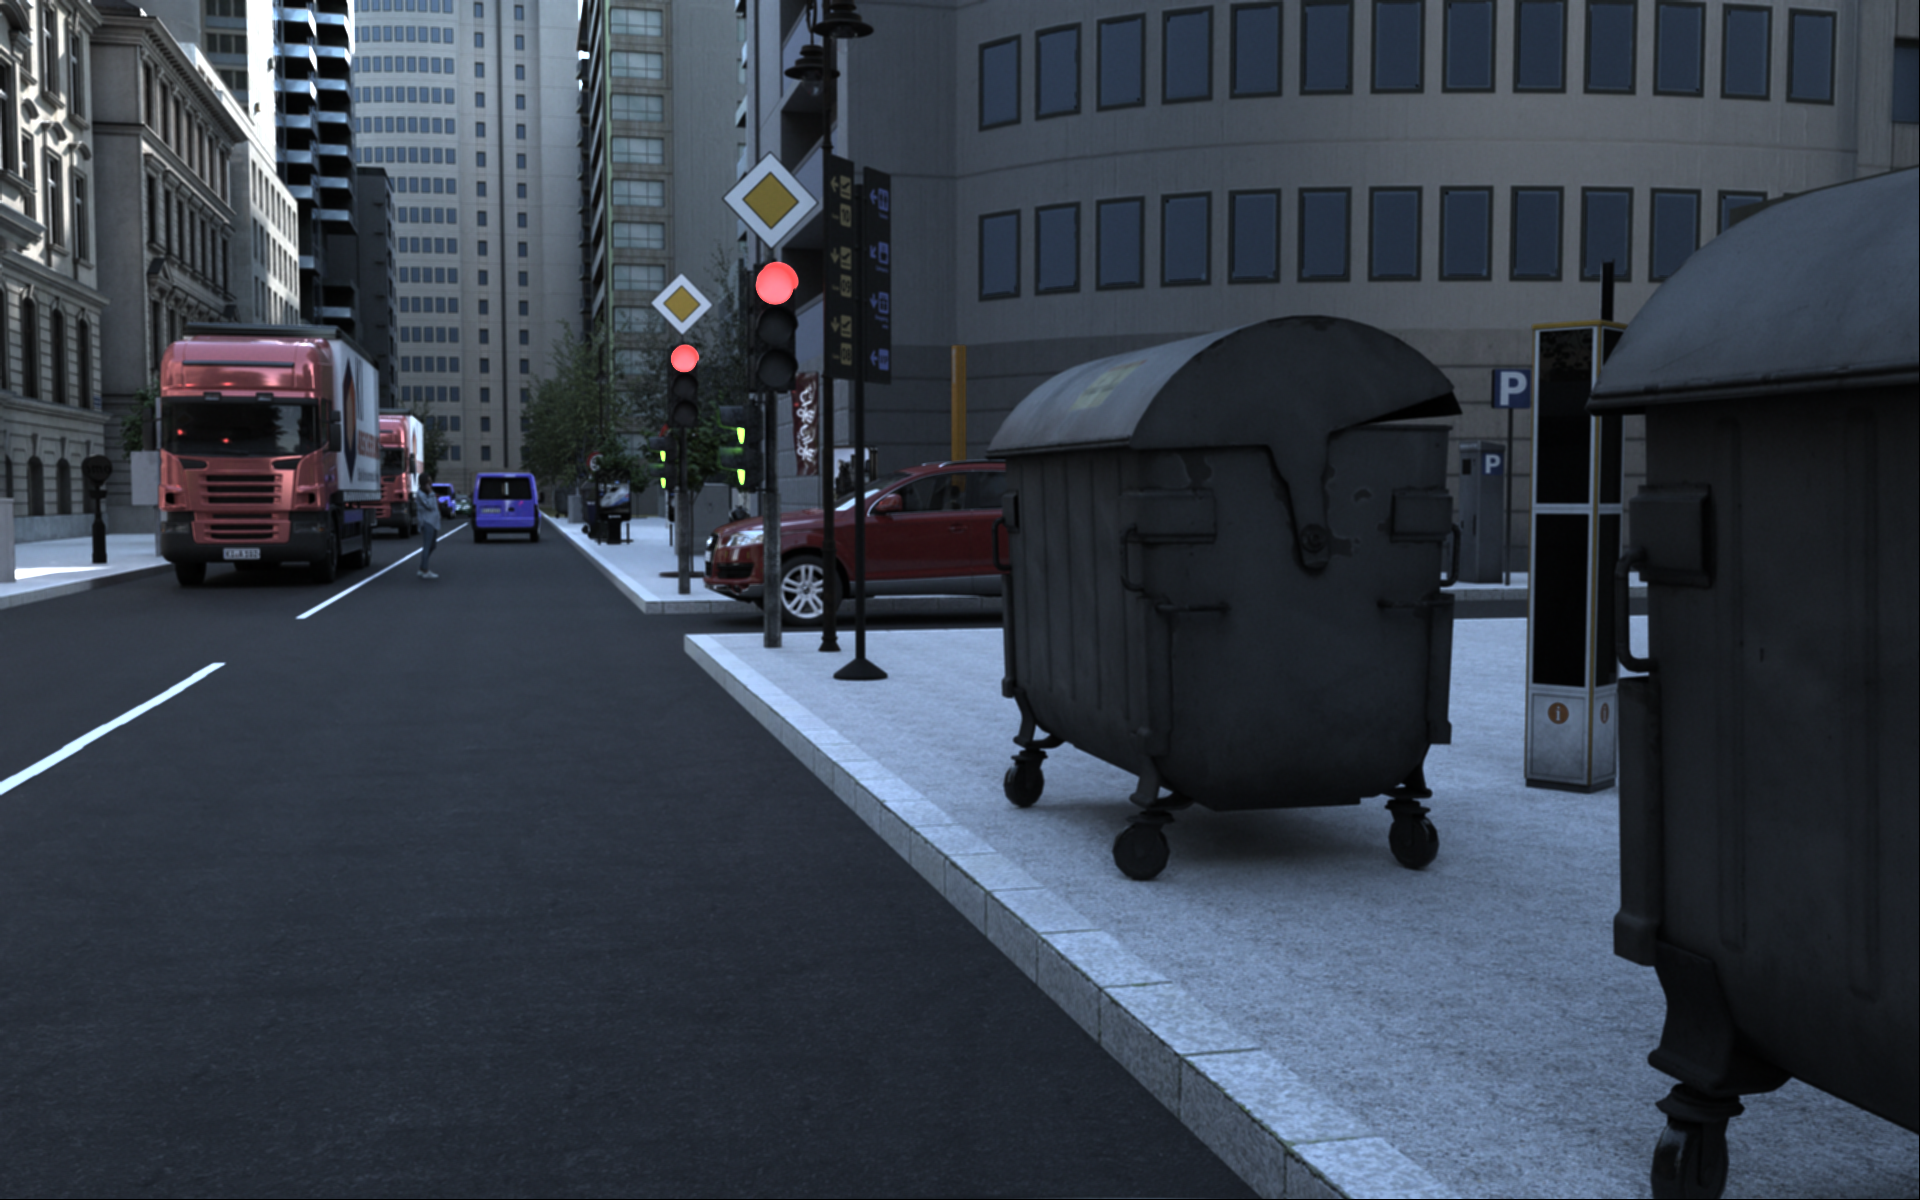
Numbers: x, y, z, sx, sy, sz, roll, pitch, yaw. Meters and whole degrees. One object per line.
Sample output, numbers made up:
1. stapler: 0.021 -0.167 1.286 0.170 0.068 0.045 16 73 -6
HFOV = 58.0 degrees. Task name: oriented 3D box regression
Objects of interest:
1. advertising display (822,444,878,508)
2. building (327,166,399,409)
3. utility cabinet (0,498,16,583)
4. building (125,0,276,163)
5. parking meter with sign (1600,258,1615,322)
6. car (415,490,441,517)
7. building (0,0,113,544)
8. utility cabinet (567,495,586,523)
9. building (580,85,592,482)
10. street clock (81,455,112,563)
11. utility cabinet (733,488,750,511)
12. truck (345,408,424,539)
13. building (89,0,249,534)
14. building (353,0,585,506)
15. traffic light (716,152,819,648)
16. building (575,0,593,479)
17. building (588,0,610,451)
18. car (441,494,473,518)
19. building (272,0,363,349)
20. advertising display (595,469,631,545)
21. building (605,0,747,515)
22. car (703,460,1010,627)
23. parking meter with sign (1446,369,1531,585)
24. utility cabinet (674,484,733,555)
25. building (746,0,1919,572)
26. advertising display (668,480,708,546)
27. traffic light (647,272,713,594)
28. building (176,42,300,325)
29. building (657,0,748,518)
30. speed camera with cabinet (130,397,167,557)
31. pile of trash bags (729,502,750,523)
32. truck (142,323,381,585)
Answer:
1. advertising display: -1.445 -1.070 22.713 0.123 1.923 0.974 -3 5 -45
2. building: -57.522 -23.382 153.989 14.107 30.474 14.160 -1 4 -14
3. utility cabinet: -14.070 -0.831 24.754 0.306 1.237 1.020 2 4 25
4. building: -53.286 -24.954 99.871 32.217 40.220 23.993 -1 4 -14
5. parking meter with sign: 5.646 -1.013 12.829 1.738 3.016 0.543 1 4 20
6. car: -26.046 -4.539 82.893 2.281 1.827 5.304 -1 4 -13
7. building: -27.590 -13.270 36.048 14.460 24.649 34.723 -1 4 -14
8. utility cabinet: -16.869 -3.981 76.243 0.306 1.237 1.020 1 4 19
9. building: -33.772 -32.889 187.839 14.200 45.320 14.600 -1 4 -14
10. street clock: -15.959 -1.682 32.069 0.358 2.002 0.471 3 5 41
11. utility cabinet: -7.960 -3.360 63.619 0.318 1.500 1.173 1 4 21
12. truck: -19.759 -4.278 58.862 2.839 4.237 11.283 -1 4 -15
13. building: -32.749 -12.126 62.894 10.561 19.102 19.286 -1 4 -14
14. building: -55.264 -39.383 185.910 28.212 58.520 21.231 -1 4 -14
15. traffic light: -1.587 -1.558 14.390 0.839 4.253 0.868 -1 4 -14
16. building: -22.671 -30.599 154.923 22.147 44.769 28.867 -1 4 -14
17. building: -16.423 -30.961 129.917 21.300 48.544 21.600 -1 4 -14
18. car: -30.911 -5.795 106.551 2.131 1.459 4.920 -1 4 -14
19. building: -55.286 -49.791 126.746 22.319 86.520 31.000 -1 4 -14
20. advertising display: -8.820 -2.377 44.082 0.974 1.923 0.123 -3 5 -43
21. building: -15.709 -26.193 111.856 14.154 41.232 14.086 -1 4 -14
22. car: -0.294 -0.692 19.980 5.304 1.827 2.281 -1 4 -14
23. parking meter with sign: 7.564 -1.761 25.046 0.543 3.016 1.738 -1 4 -9
24. utility cabinet: -5.387 -1.685 36.230 1.173 1.500 0.318 -3 5 -41
25. building: 10.464 -30.288 37.206 28.212 58.520 21.231 -1 4 -14
26. advertising display: -6.712 -2.295 42.741 0.974 1.923 0.123 0 4 4
27. traffic light: -3.559 -2.031 22.128 0.839 4.253 0.868 -1 4 -14
28. building: -37.449 -13.845 81.115 10.420 20.320 16.860 -1 4 -14
29. building: -2.285 -47.068 82.233 22.319 86.520 31.000 -1 4 -14
30. speed camera with cabinet: -16.587 -2.557 36.145 0.660 3.252 2.038 0 4 -2
31. pile of trash bags: -7.274 -2.764 54.943 1.912 1.369 3.447 2 4 33
32. truck: -12.051 -2.565 30.854 2.839 4.237 11.283 -1 4 -14
